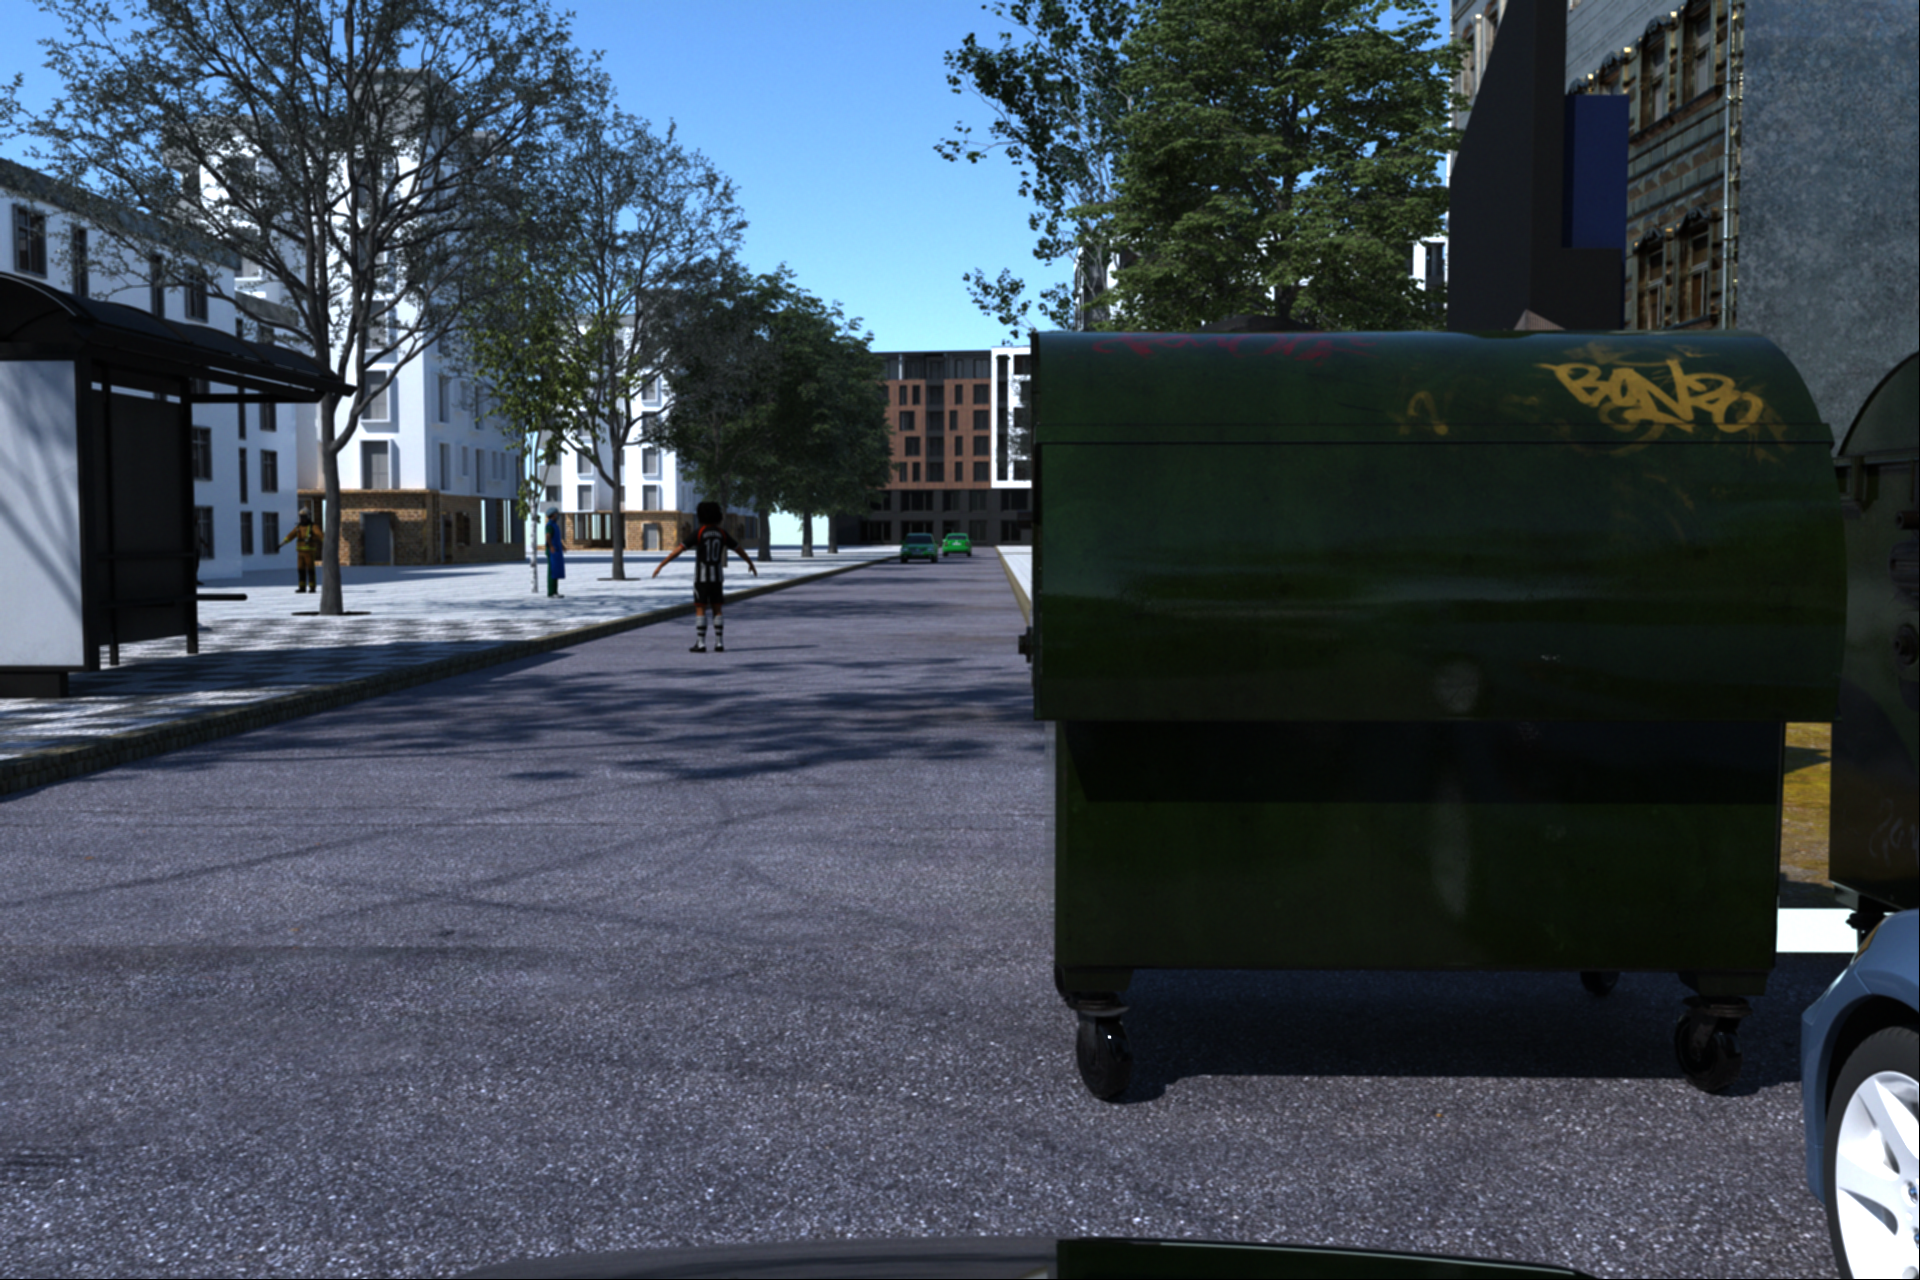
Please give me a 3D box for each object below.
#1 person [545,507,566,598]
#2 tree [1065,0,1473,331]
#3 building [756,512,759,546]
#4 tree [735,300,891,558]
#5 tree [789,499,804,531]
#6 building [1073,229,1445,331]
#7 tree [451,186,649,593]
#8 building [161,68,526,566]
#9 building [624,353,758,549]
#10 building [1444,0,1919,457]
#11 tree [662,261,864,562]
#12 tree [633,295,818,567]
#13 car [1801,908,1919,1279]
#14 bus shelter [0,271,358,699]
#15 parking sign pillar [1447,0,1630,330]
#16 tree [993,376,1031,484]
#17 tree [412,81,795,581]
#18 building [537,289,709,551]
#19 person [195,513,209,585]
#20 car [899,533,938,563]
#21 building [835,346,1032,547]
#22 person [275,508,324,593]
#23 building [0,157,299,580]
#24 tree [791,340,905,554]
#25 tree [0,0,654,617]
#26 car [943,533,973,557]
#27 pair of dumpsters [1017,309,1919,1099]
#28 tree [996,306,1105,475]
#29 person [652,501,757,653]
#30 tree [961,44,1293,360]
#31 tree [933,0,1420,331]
[{"bbox_3d":[-8.100,-1.744,34.648,0.704,1.817,1.347,0,4,-3],"label":"person"},{"bbox_3d":[5.486,-6.832,29.823,7.486,12.596,7.792,0,3,0],"label":"tree"},{"bbox_3d":[-26.075,-19.222,170.694,16.016,20.090,11.380,0,4,2],"label":"building"},{"bbox_3d":[-8.458,-11.478,94.327,9.857,13.997,8.962,0,3,0],"label":"tree"},{"bbox_3d":[-18.192,-15.317,200.787,4.737,8.622,4.395,0,3,0],"label":"tree"},{"bbox_3d":[22.538,-17.665,132.797,27.936,21.610,32.646,0,4,1],"label":"building"},{"bbox_3d":[-9.152,-5.351,37.849,4.737,8.622,4.395,0,3,0],"label":"tree"},{"bbox_3d":[-26.430,-13.181,71.924,16.016,20.090,11.380,0,4,0],"label":"building"},{"bbox_3d":[-24.582,-18.077,151.973,16.016,20.090,11.380,0,4,2],"label":"building"},{"bbox_3d":[22.166,-12.616,37.204,19.493,23.208,18.063,0,4,1],"label":"building"},{"bbox_3d":[-9.149,-10.588,79.762,9.857,13.997,8.962,0,3,0],"label":"tree"},{"bbox_3d":[-8.856,-8.085,66.599,8.767,10.594,7.601,3,4,36],"label":"tree"},{"bbox_3d":[2.384,0.653,1.321,2.014,1.417,4.499,0,4,1],"label":"car"},{"bbox_3d":[-7.519,-1.349,15.977,2.014,3.302,5.546,0,4,1],"label":"bus shelter"},{"bbox_3d":[2.702,-1.211,8.270,1.447,3.967,1.447,0,3,0],"label":"parking sign pillar"},{"bbox_3d":[7.452,-11.994,106.473,12.009,13.543,11.850,0,3,0],"label":"tree"},{"bbox_3d":[-9.598,-8.395,47.621,12.009,13.543,11.850,0,3,0],"label":"tree"},{"bbox_3d":[-26.710,-17.032,134.891,16.016,20.090,11.380,0,4,2],"label":"building"},{"bbox_3d":[-19.193,-2.282,43.433,0.705,1.813,1.348,0,4,-3],"label":"person"},{"bbox_3d":[-2.039,-4.773,86.839,1.959,1.807,4.718,0,4,1],"label":"car"},{"bbox_3d":[3.566,-21.728,201.685,32.646,21.610,27.936,1,4,10],"label":"building"},{"bbox_3d":[-14.270,-1.957,37.767,1.354,1.858,0.705,1,4,12],"label":"person"},{"bbox_3d":[-25.765,-6.678,51.329,9.099,9.664,28.070,0,4,0],"label":"building"},{"bbox_3d":[-8.209,-12.579,112.328,9.857,13.997,8.962,0,3,0],"label":"tree"},{"bbox_3d":[-9.811,-7.136,27.050,12.009,13.543,11.850,0,3,0],"label":"tree"},{"bbox_3d":[-0.168,-6.165,109.590,1.959,1.807,4.718,0,4,1],"label":"car"},{"bbox_3d":[2.378,0.007,4.829,4.436,2.255,1.574,0,4,1],"label":"pair of dumpsters"},{"bbox_3d":[6.983,-11.175,93.074,12.009,13.543,11.850,0,3,0],"label":"tree"},{"bbox_3d":[-3.061,-0.760,21.030,1.345,1.843,0.704,-2,4,-30],"label":"person"},{"bbox_3d":[6.517,-12.855,66.075,12.611,20.169,13.585,0,3,0],"label":"tree"},{"bbox_3d":[5.483,-11.570,45.066,12.611,20.169,13.585,0,3,0],"label":"tree"}]
